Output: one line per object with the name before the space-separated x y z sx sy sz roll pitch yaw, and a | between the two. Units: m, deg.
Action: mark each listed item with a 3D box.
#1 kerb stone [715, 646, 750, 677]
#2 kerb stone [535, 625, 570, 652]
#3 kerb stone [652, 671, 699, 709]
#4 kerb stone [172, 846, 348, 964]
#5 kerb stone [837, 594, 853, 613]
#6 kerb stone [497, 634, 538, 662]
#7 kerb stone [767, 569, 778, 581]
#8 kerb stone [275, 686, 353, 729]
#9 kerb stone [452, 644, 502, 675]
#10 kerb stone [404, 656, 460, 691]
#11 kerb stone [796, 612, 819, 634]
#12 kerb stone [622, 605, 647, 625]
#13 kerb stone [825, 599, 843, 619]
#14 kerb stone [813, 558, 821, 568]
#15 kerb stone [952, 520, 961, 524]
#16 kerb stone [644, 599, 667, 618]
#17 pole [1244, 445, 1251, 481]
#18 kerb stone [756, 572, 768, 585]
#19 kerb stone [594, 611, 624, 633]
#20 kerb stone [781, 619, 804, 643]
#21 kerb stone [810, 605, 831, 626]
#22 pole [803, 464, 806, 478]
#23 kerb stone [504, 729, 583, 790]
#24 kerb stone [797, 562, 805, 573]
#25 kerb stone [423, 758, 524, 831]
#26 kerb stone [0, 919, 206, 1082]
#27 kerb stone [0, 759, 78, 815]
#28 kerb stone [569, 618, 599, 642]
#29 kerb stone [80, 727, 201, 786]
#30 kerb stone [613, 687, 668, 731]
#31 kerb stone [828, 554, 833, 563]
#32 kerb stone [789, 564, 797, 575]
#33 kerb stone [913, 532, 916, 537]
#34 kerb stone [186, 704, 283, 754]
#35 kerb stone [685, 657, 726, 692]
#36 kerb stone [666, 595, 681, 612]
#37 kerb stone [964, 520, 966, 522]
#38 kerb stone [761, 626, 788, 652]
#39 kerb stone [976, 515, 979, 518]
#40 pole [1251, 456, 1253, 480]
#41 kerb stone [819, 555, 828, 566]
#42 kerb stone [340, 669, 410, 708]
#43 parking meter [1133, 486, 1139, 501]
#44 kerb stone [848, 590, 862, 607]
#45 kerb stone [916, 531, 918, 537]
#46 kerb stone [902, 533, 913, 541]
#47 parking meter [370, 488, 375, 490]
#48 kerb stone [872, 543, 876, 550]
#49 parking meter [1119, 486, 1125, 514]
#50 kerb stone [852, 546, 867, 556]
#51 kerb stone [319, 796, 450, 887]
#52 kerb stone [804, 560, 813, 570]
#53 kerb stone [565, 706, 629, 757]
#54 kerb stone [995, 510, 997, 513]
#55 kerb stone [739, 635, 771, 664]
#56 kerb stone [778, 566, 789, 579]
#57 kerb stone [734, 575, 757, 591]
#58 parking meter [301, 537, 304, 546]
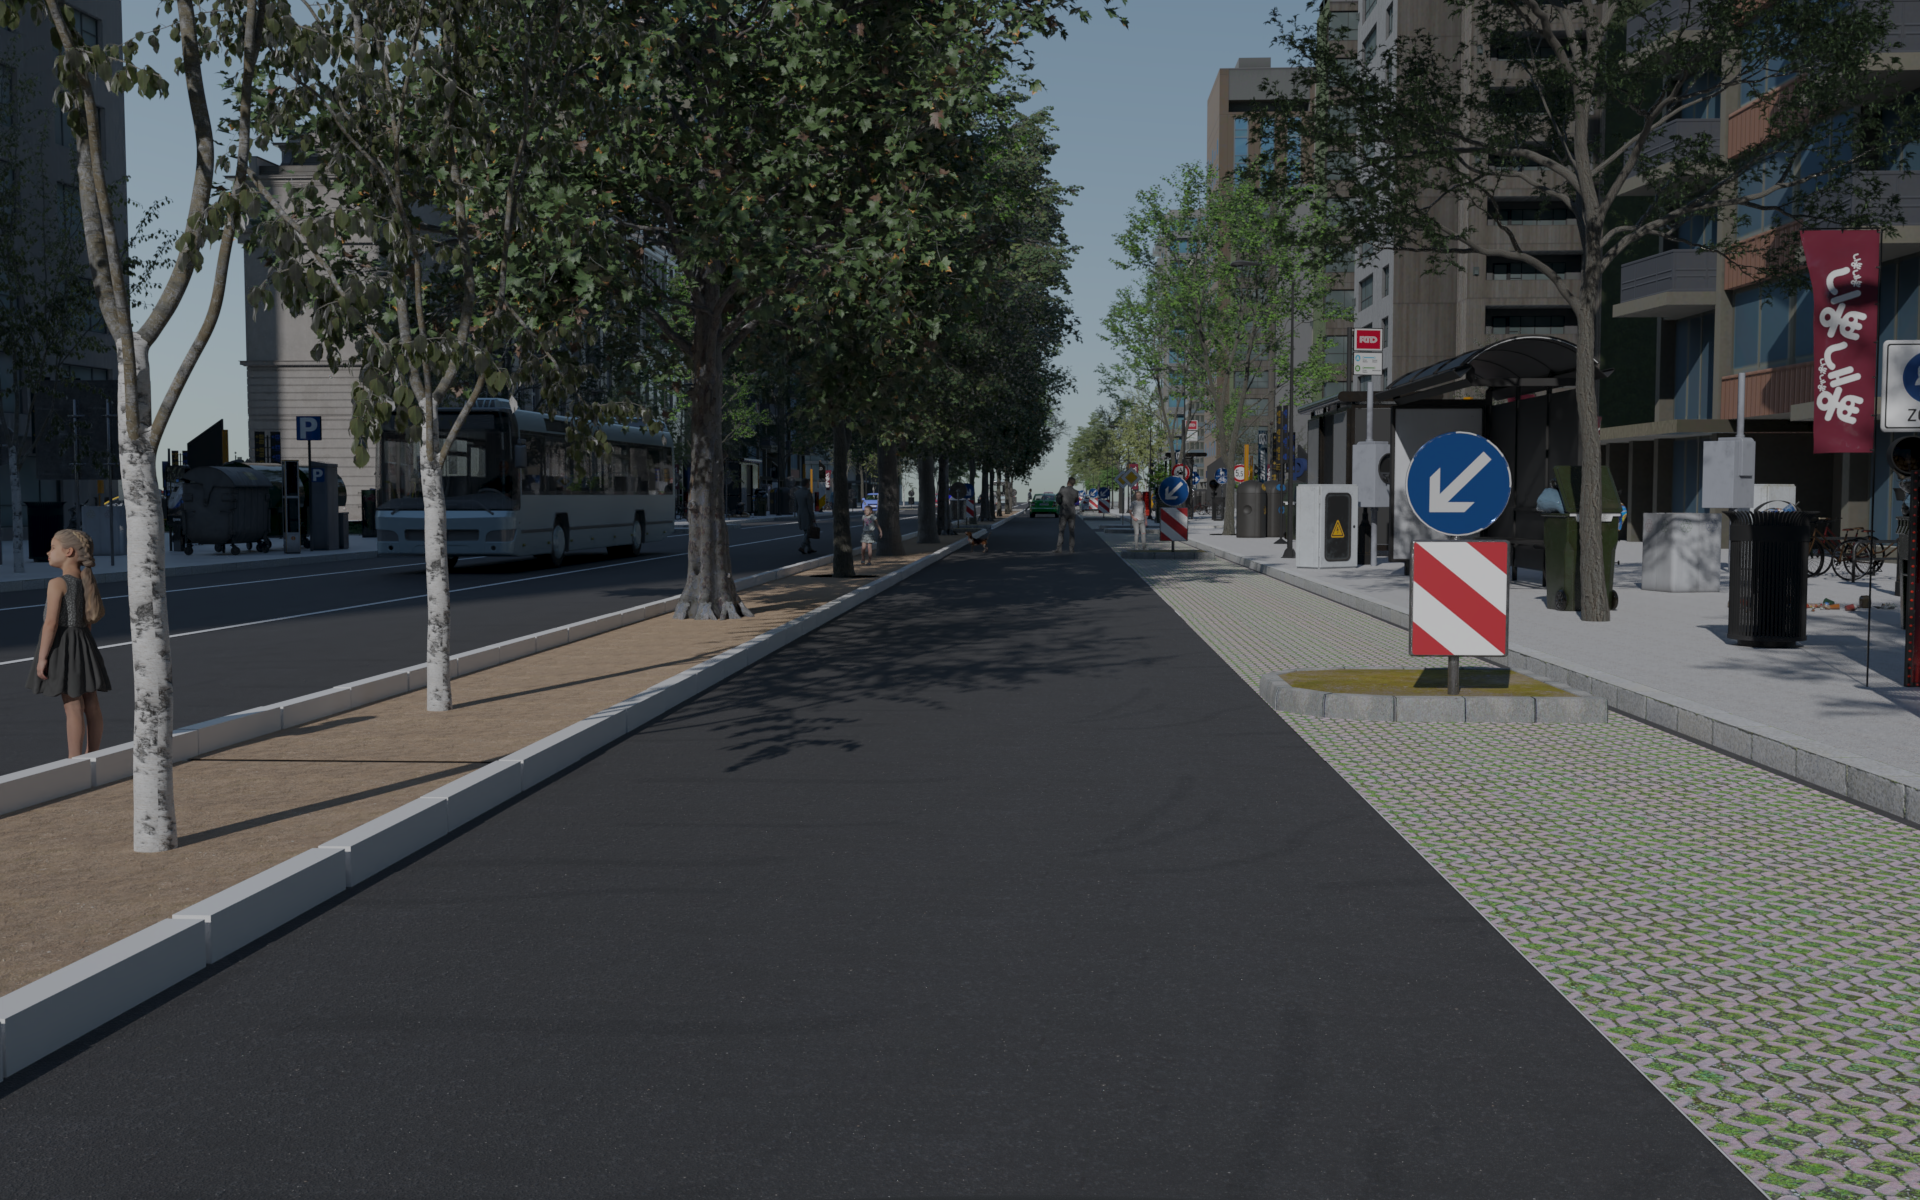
kerb stone | -1.863 0.507 13.964 0.120 0.150 1.000 0 4 3
kerb stone | -3.844 0.373 16.090 0.120 0.150 1.000 0 4 3
kerb stone | -1.976 0.630 11.922 0.120 0.150 1.000 0 4 3
kerb stone | -2.314 1.005 5.780 0.120 0.150 1.000 0 4 3
kerb stone | -1.456 0.065 21.129 0.120 0.150 1.000 0 4 3
kerb stone | -3.903 0.436 15.070 0.120 0.150 1.000 0 4 3
kerb stone | -3.166 -0.377 28.397 0.120 0.150 1.000 0 4 3
kerb stone | -4.125 0.690 10.980 0.120 0.150 1.000 0 4 3
kerb stone | -3.956 0.498 14.049 0.120 0.150 1.000 0 4 3
kerb stone | -4.012 0.561 13.023 0.120 0.150 1.000 0 4 3
kerb stone | -1.629 0.256 18.059 0.120 0.150 1.000 0 4 3
kerb stone | -3.672 0.188 19.173 0.120 0.150 1.000 0 4 3
kerb stone | -1.513 0.128 20.107 0.120 0.150 1.000 0 4 3
kerb stone | -2.872 -0.687 33.507 0.120 0.150 1.000 0 4 3
kerb stone | -0.152 -3.666 82.140 0.120 0.150 1.000 0 4 3
kerb stone | -3.615 0.124 20.199 0.120 0.150 1.000 0 4 3
pole | 11.807 -4.749 71.487 0.158 3.312 0.155 0 3 0
kerb stone | -3.212 -0.317 27.372 0.120 0.150 1.000 0 4 3
kerb stone | -3.730 0.248 18.144 0.120 0.150 1.000 0 4 3
kerb stone | -1.688 0.320 17.037 0.120 0.150 1.000 0 4 3
kerb stone | -1.570 0.191 19.080 0.120 0.150 1.000 0 4 3
pole | -10.577 -7.584 117.833 0.158 3.312 0.155 0 3 0
kerb stone | -2.138 0.816 8.857 0.120 0.150 1.000 0 4 3
kerb stone | -2.987 -0.563 31.466 0.120 0.150 1.000 0 4 3
kerb stone | -2.198 0.879 7.831 0.120 0.150 1.000 0 4 3
kerb stone | -2.373 1.071 4.750 0.120 0.150 1.000 0 4 3
kerb stone | -4.299 0.875 7.898 0.120 0.150 1.000 0 4 3
kerb stone | -3.784 0.310 17.123 0.120 0.150 1.000 0 4 3
kerb stone | -4.234 0.812 8.927 0.120 0.150 1.000 0 4 3
kerb stone | -2.029 0.695 10.902 0.120 0.150 1.000 0 4 3
kerb stone | -2.757 -0.817 35.548 0.120 0.150 1.000 0 4 3
kerb stone | -3.038 -0.504 30.442 0.120 0.150 1.000 0 4 3
kerb stone | -1.610 -2.070 56.036 0.120 0.150 1.000 0 4 3
kerb stone | -4.187 0.749 9.954 0.120 0.150 1.000 0 4 3
kerb stone | -1.920 0.567 12.943 0.120 0.150 1.000 0 4 3
kerb stone | -3.556 0.062 21.220 0.120 0.150 1.000 0 4 3
kerb stone | 0.128 -3.979 87.251 0.120 0.150 1.000 0 4 3
kerb stone | -1.747 0.378 16.014 0.120 0.150 1.000 0 4 3
kerb stone | 1.260 -5.225 107.723 0.120 0.150 1.000 0 4 3
pole | 15.434 -5.990 91.775 0.158 3.312 0.155 0 3 0
kerb stone | -2.807 -0.754 34.527 0.120 0.150 1.000 0 4 3
kerb stone | -4.074 0.623 12.002 0.120 0.150 1.000 0 4 3
parking meter | 12.239 -7.027 120.610 0.399 1.863 0.255 -2 4 -32
kerb stone | -1.402 0.006 22.150 0.120 0.150 1.000 0 4 3
kerb stone | -1.569 -2.129 57.059 0.120 0.150 1.000 0 4 3
kerb stone | -1.674 -2.004 55.003 0.120 0.150 1.000 0 4 3
parking meter | -24.775 -3.968 73.293 0.372 1.533 0.369 0 3 0
kerb stone | -2.299 -1.317 43.730 0.120 0.150 1.000 0 4 3
parking meter | 10.653 -6.624 114.010 0.255 1.863 0.399 2 4 32
kerb stone | -2.413 -1.192 41.689 0.120 0.150 1.000 0 4 3
kerb stone | -2.250 0.941 6.810 0.120 0.150 1.000 0 4 3
kerb stone | -2.932 -0.629 32.486 0.120 0.150 1.000 0 4 3
kerb stone | -2.089 0.757 9.881 0.120 0.150 1.000 0 4 3
kerb stone | 3.155 -7.298 141.521 0.120 0.150 1.000 0 4 3
kerb stone | -1.803 0.445 14.987 0.120 0.150 1.000 0 4 3
kerb stone | -3.090 -0.442 29.420 0.120 0.150 1.000 0 4 3
kerb stone | -3.271 -0.254 26.342 0.120 0.150 1.000 0 4 3
parking meter | -16.531 -2.127 43.180 0.372 1.533 0.369 0 3 0
